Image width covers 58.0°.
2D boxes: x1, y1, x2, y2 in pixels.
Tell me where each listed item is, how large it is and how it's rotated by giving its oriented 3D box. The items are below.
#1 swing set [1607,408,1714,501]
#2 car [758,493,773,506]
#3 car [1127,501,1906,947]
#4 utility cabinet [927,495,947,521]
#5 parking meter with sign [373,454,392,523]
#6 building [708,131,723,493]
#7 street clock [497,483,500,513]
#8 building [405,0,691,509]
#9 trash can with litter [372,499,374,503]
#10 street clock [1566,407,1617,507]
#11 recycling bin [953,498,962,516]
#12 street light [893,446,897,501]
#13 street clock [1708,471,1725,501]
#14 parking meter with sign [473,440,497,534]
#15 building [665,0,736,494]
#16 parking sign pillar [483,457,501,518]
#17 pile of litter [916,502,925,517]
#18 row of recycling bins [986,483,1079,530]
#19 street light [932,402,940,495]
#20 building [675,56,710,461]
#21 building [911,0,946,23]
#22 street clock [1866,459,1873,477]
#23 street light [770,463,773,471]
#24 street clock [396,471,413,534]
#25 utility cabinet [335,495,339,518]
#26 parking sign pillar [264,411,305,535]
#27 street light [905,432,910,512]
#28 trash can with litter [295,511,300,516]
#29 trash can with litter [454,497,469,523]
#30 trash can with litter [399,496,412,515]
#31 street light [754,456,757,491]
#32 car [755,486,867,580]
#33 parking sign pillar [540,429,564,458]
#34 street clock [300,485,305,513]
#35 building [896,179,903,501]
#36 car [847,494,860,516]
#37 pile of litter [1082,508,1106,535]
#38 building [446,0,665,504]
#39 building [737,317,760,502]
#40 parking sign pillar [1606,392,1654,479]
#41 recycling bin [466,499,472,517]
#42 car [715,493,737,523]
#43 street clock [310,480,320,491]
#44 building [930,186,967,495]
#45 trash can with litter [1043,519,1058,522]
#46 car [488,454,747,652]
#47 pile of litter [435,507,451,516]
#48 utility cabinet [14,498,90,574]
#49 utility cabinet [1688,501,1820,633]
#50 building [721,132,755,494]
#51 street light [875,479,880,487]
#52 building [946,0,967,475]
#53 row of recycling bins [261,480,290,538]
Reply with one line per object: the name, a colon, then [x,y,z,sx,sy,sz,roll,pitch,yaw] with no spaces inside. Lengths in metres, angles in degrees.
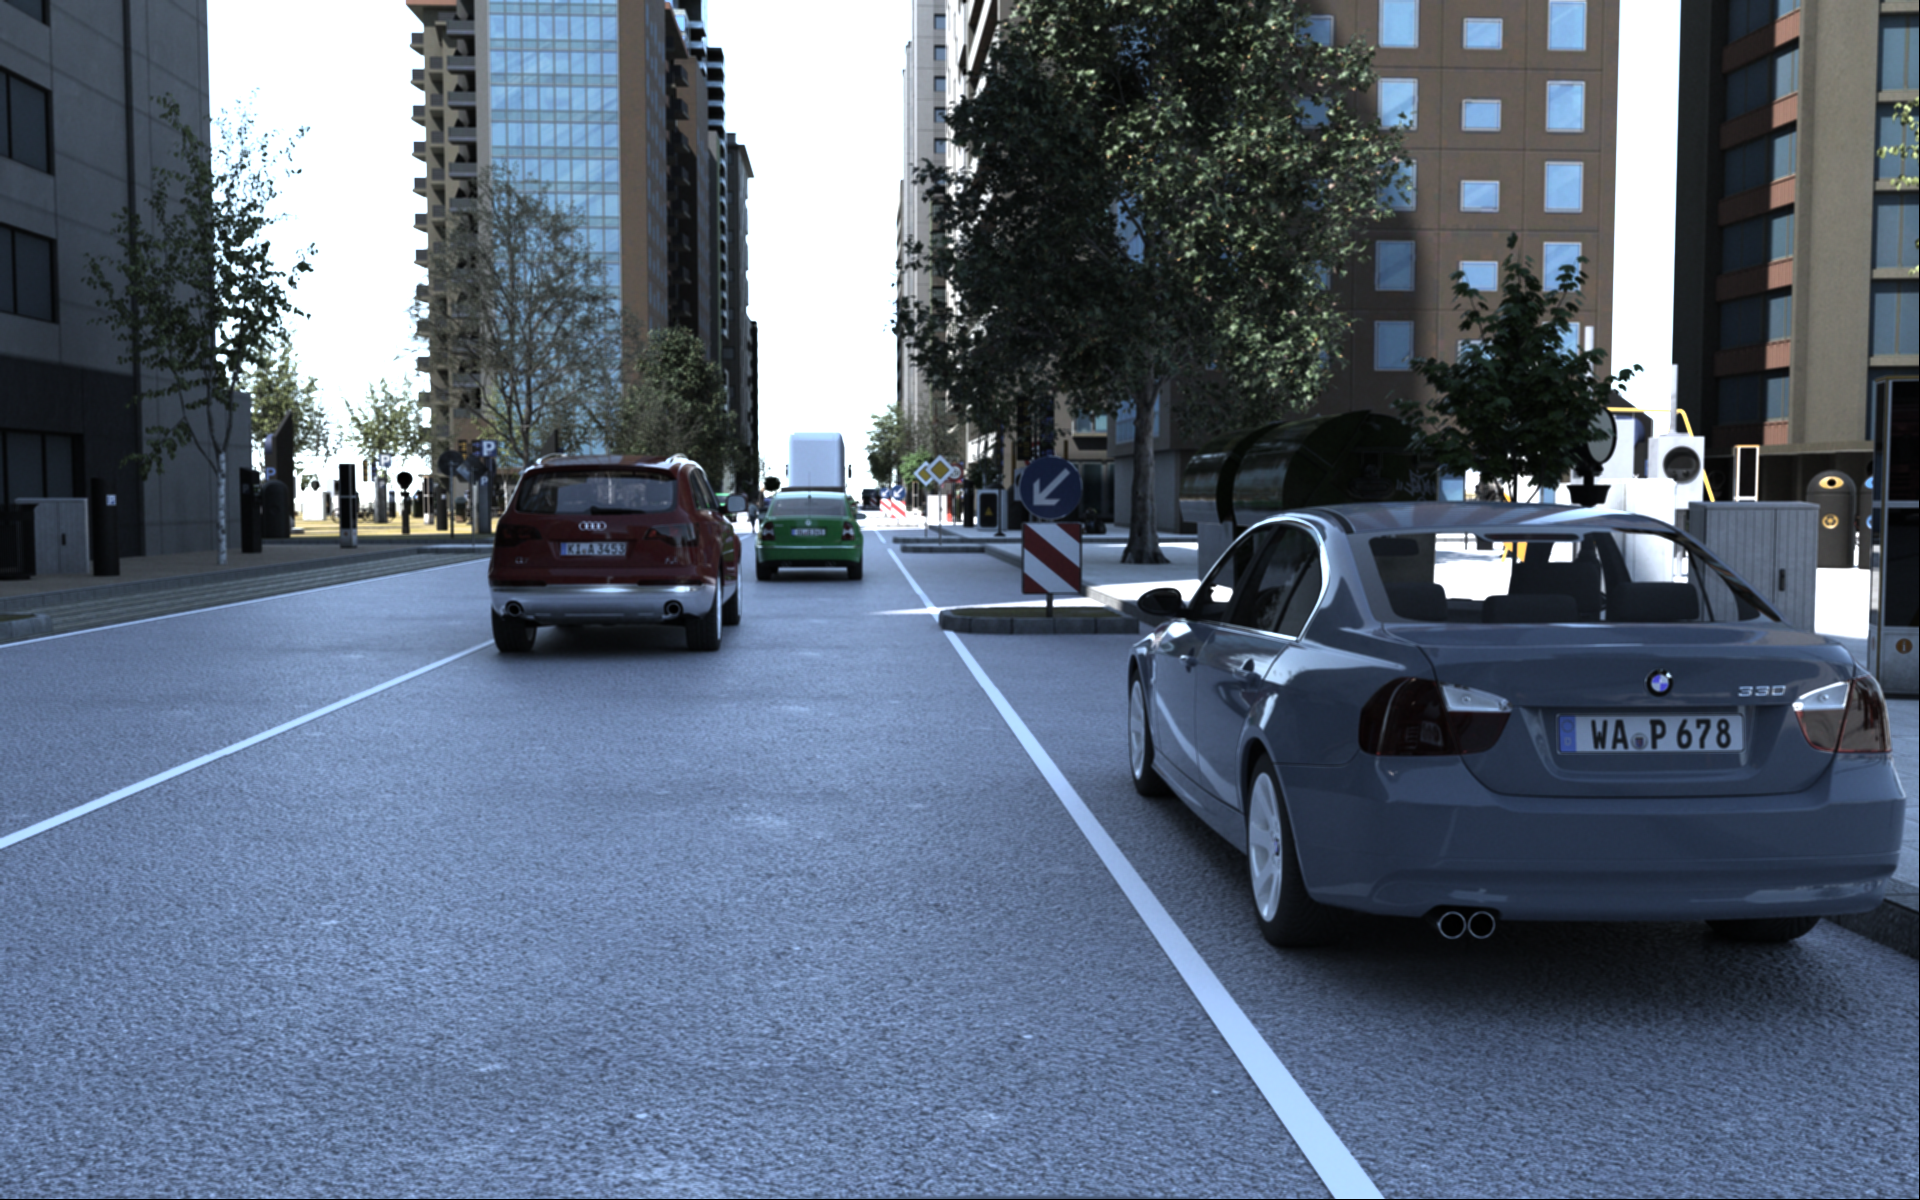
swing set: [12.103,-2.081,31.642,3.119,2.851,2.862,-1,4,-21]
car: [-21.260,-11.004,189.512,1.945,1.707,3.694,0,4,-5]
car: [1.768,0.318,6.800,2.014,1.417,4.499,0,4,-3]
utility cabinet: [-1.034,-4.369,82.596,1.020,1.237,0.306,1,4,13]
parking meter with sign: [-25.532,-4.901,76.386,0.543,3.016,1.738,-2,4,-31]
building: [-33.585,-30.914,189.045,14.154,41.232,14.086,0,4,-4]
street clock: [-29.129,-6.373,108.773,0.471,2.002,0.358,-2,4,-28]
building: [-35.534,-30.456,152.576,22.147,44.769,28.867,0,4,-4]
trash can with litter: [-33.442,-5.395,99.593,0.624,1.170,1.055,-1,4,-15]
street clock: [5.241,-0.605,14.461,0.471,2.002,0.358,-3,5,-39]
recycling bin: [-0.314,-5.471,102.012,0.722,1.027,0.722,-1,4,-9]
street light: [-6.080,-11.610,162.614,0.468,5.910,1.993,0,4,-4]
street clock: [23.849,-3.064,54.669,0.471,2.002,0.358,1,4,15]
parking meter with sign: [-15.568,-3.684,56.492,0.543,3.016,1.738,-2,4,-29]
building: [-40.302,-55.774,224.576,22.319,86.520,31.000,0,4,-4]
parking sign pillar: [-25.609,-6.475,94.339,1.447,3.967,1.447,0,4,-1]
pile of litter: [-1.758,-5.150,98.163,1.176,0.858,1.719,-2,4,-28]
row of recycling bins: [2.555,-3.366,62.153,3.534,1.692,1.069,1,4,18]
street light: [-1.213,-6.988,87.045,0.468,5.910,1.993,0,4,-4]
building: [-32.712,-32.059,174.276,14.600,45.320,14.200,0,4,-4]
building: [5.296,-39.347,185.322,21.231,58.520,28.212,0,4,-4]
street clock: [18.538,-1.857,34.931,0.358,2.002,0.471,-2,4,-33]
street light: [-27.222,-16.916,249.355,0.468,5.910,1.993,0,4,-4]
street clock: [-17.731,-3.107,55.364,0.471,2.002,0.358,0,4,1]
utility cabinet: [-33.679,-5.099,94.523,0.306,1.237,1.020,1,4,20]
parking sign pillar: [-21.738,-4.087,55.295,1.447,3.967,1.447,0,4,1]
street light: [-3.794,-9.378,126.120,0.468,5.910,1.993,0,4,-4]
trash can with litter: [-38.665,-5.416,99.945,1.055,1.170,0.624,-1,4,-11]
trash can with litter: [-22.470,-4.080,78.097,0.624,1.170,1.055,-1,4,-14]
trash can with litter: [-34.351,-5.874,107.425,0.624,1.170,1.055,1,4,11]
street light: [-24.812,-14.532,210.389,0.468,5.910,1.993,0,4,-4]
car: [-2.605,-1.314,30.278,1.959,1.807,4.718,0,4,-4]
parking sign pillar: [-17.101,-5.146,72.617,1.447,3.967,1.447,-3,5,-42]
street clock: [-44.503,-6.898,117.354,0.358,2.002,0.471,0,4,-6]
building: [1.618,-38.497,253.132,21.300,48.544,21.600,0,4,-4]
car: [-6.756,-5.299,98.444,2.131,1.459,4.920,0,4,-5]
pile of litter: [3.960,-2.530,55.330,1.719,0.858,1.176,-2,4,-25]
building: [-29.910,-29.435,131.380,14.600,45.320,14.200,0,4,-4]
building: [-39.543,-30.900,276.917,14.160,30.474,14.107,0,4,-4]
parking sign pillar: [16.399,-3.319,42.731,1.447,3.967,1.447,-3,4,-37]
recycling bin: [-27.297,-5.101,95.954,0.722,1.027,0.722,-2,4,-25]
car: [-12.283,-4.831,87.787,1.959,1.807,4.718,0,4,-4]
street clock: [-33.892,-5.291,91.080,0.471,2.002,0.358,2,4,26]
building: [4.033,-24.051,164.934,14.160,30.474,14.107,0,4,-4]
trash can with litter: [3.230,-2.807,57.279,1.055,1.170,0.624,0,4,6]
car: [-3.305,-0.528,17.301,2.281,1.827,5.304,0,4,-4]
pile of litter: [-29.766,-5.239,99.630,1.176,0.858,1.719,-1,4,-10]
utility cabinet: [-14.653,-1.027,27.961,1.020,1.237,0.306,-1,4,-17]
utility cabinet: [6.783,-0.224,14.826,1.020,1.237,0.306,0,4,-5]
building: [-45.059,-40.718,254.981,28.713,52.752,27.495,0,4,-4]
street light: [-13.935,-19.128,285.529,0.468,5.910,1.993,0,4,-4]
building: [12.937,-33.931,144.017,28.713,52.752,27.495,0,4,-4]
row of recycling bins: [-21.298,-2.670,50.767,3.534,1.692,1.069,1,4,12]
